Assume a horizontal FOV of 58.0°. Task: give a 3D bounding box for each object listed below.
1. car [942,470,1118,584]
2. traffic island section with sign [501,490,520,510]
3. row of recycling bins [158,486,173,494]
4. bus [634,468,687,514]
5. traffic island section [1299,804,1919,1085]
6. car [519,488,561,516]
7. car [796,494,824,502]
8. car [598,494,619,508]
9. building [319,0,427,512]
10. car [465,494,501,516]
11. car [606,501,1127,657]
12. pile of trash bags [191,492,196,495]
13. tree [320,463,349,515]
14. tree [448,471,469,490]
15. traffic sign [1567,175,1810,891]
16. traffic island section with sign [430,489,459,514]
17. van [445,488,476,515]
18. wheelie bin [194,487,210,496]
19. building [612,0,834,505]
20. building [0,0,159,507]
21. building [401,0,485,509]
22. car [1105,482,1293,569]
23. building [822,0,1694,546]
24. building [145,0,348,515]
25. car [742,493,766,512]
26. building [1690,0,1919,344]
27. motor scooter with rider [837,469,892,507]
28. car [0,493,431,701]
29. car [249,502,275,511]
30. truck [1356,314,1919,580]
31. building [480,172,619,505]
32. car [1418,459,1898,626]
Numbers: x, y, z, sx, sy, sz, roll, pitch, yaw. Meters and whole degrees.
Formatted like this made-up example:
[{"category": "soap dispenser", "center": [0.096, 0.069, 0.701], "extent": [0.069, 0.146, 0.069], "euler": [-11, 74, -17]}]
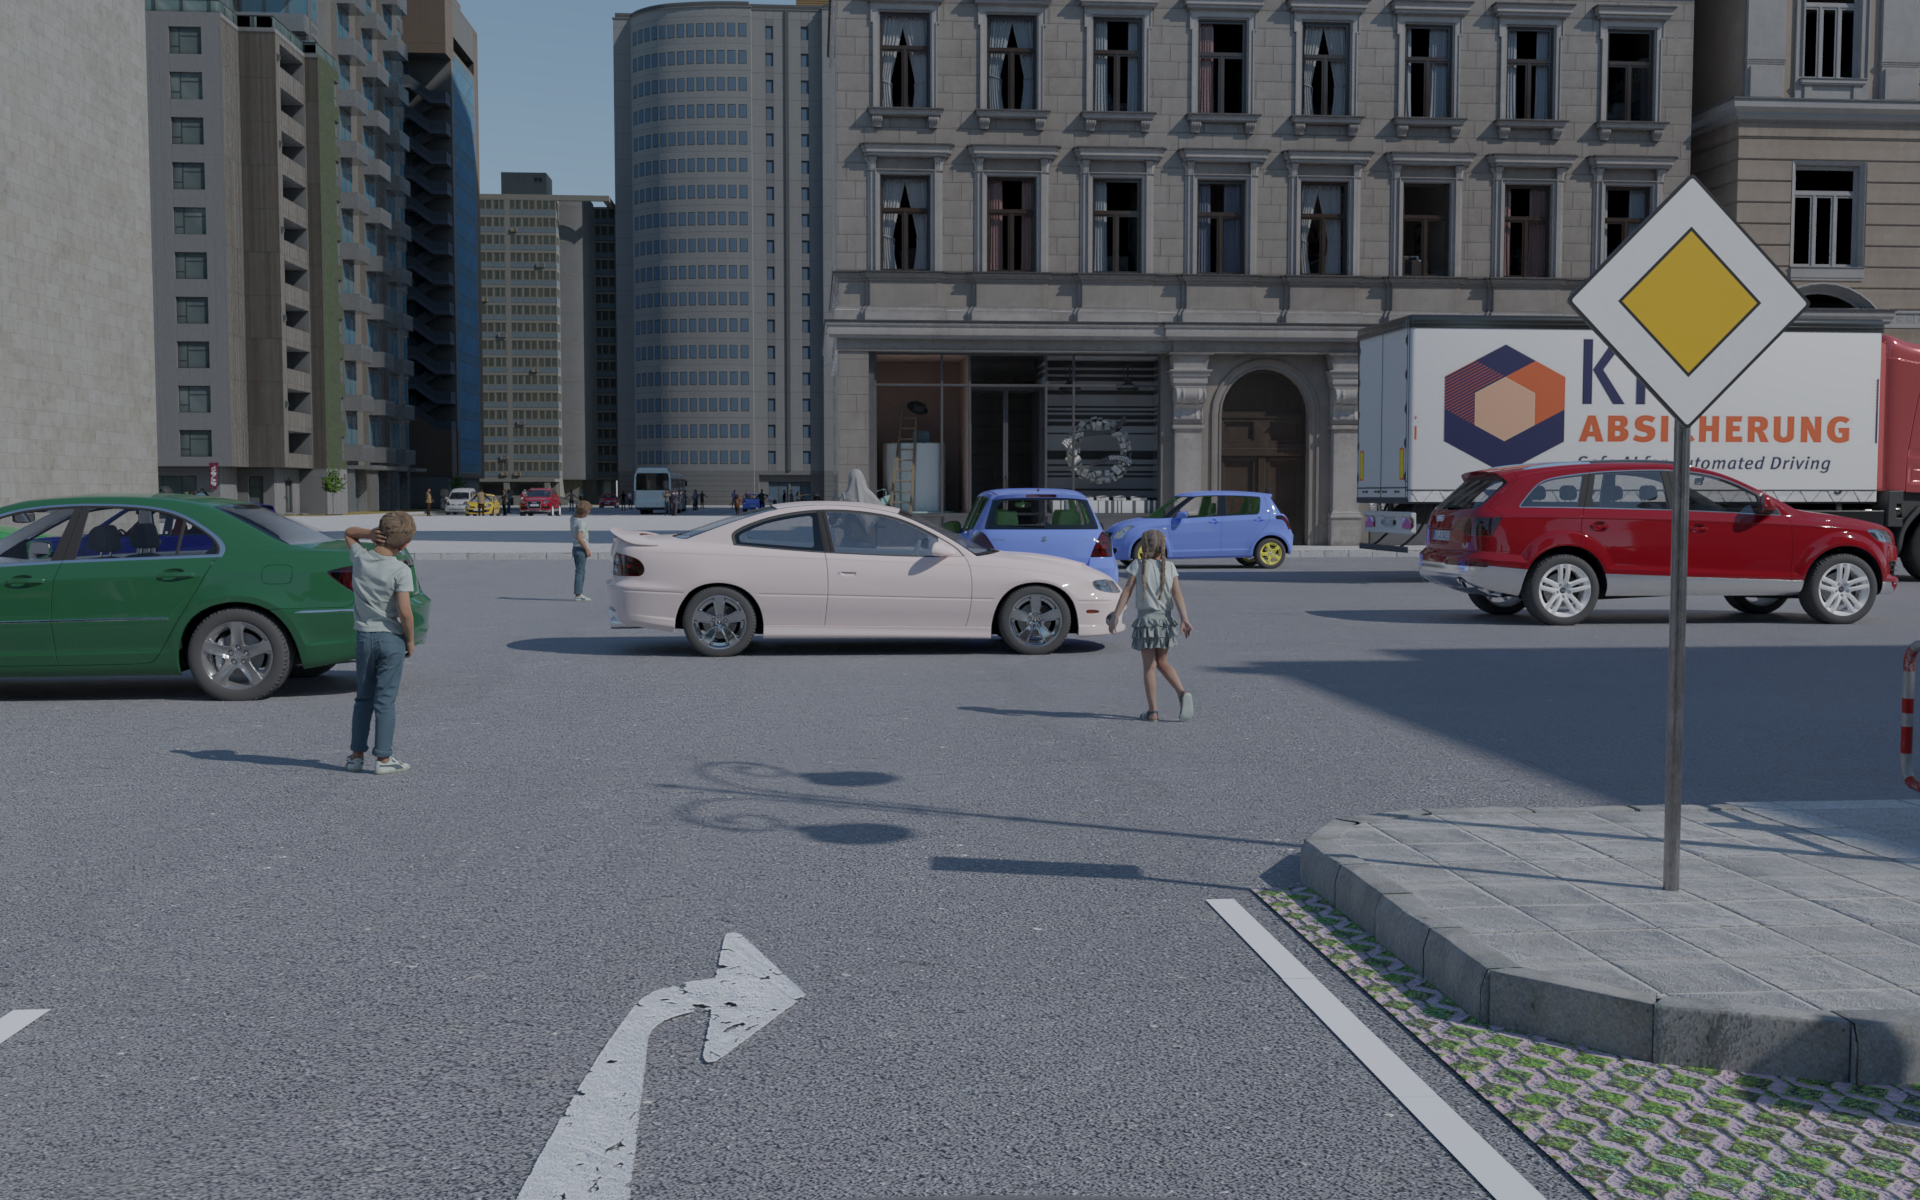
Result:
[{"category": "car", "center": [0.780, -0.656, 20.318], "extent": [1.945, 1.707, 3.694], "euler": [0, 4, -4]}, {"category": "traffic island section with sign", "center": [-40.024, -8.890, 153.972], "extent": [1.989, 1.847, 2.006], "euler": [0, 4, -5]}, {"category": "row of recycling bins", "center": [-42.473, -5.089, 90.324], "extent": [3.534, 1.692, 1.069], "euler": [1, 4, 22]}, {"category": "bus", "center": [-22.041, -8.126, 127.722], "extent": [2.948, 3.499, 13.247], "euler": [0, 4, -5]}, {"category": "traffic island section", "center": [2.325, 1.018, 5.631], "extent": [2.009, 0.180, 2.903], "euler": [0, 4, -5]}, {"category": "car", "center": [-26.549, -6.174, 109.622], "extent": [2.281, 1.827, 5.304], "euler": [0, 4, -5]}, {"category": "car", "center": [-10.815, -7.050, 125.049], "extent": [2.009, 1.686, 4.222], "euler": [0, 4, -6]}, {"category": "car", "center": [-36.174, -10.366, 178.518], "extent": [2.155, 1.783, 4.494], "euler": [0, 4, -6]}, {"category": "building", "center": [-53.300, -30.991, 126.305], "extent": [23.786, 49.044, 30.456], "euler": [0, 4, -5]}, {"category": "car", "center": [-30.064, -6.047, 109.095], "extent": [2.015, 1.641, 3.980], "euler": [0, 4, -6]}, {"category": "car", "center": [-0.851, -0.233, 16.167], "extent": [4.827, 1.381, 2.083], "euler": [0, 4, -4]}, {"category": "pile of trash bags", "center": [-39.732, -4.730, 87.089], "extent": [3.447, 1.369, 1.912], "euler": [0, 4, 4]}, {"category": "tree", "center": [-38.173, -6.799, 105.760], "extent": [1.663, 3.219, 1.824], "euler": [0, 3, 0]}, {"category": "tree", "center": [-41.697, -9.150, 144.209], "extent": [1.663, 3.219, 1.824], "euler": [0, 3, 0]}, {"category": "traffic sign", "center": [2.302, -0.117, 5.552], "extent": [0.795, 2.450, 0.064], "euler": [0, 4, -5]}, {"category": "traffic island section with sign", "center": [-37.640, -7.199, 126.332], "extent": [1.989, 1.847, 2.006], "euler": [0, 4, -5]}, {"category": "van", "center": [-34.552, -6.914, 120.049], "extent": [2.013, 2.044, 4.112], "euler": [0, 4, -6]}, {"category": "wheelie bin", "center": [-36.194, -4.577, 82.743], "extent": [0.693, 1.594, 0.980], "euler": [-3, 4, -36]}, {"category": "building", "center": [-26.446, -40.667, 206.901], "extent": [28.212, 58.520, 21.231], "euler": [0, 4, -5]}, {"category": "building", "center": [-30.987, -11.540, 43.424], "extent": [16.860, 20.320, 10.420], "euler": [0, 4, -5]}, {"category": "building", "center": [-50.609, -30.701, 152.074], "extent": [14.200, 45.320, 14.600], "euler": [0, 4, -5]}, {"category": "car", "center": [4.592, -1.480, 33.785], "extent": [3.694, 1.707, 1.945], "euler": [0, 4, -6]}, {"category": "building", "center": [-2.027, -11.896, 45.415], "extent": [40.483, 20.767, 10.553], "euler": [0, 4, -5]}, {"category": "building", "center": [-46.514, -20.393, 105.132], "extent": [14.160, 30.474, 14.107], "euler": [0, 4, -5]}, {"category": "car", "center": [-16.725, -8.014, 140.613], "extent": [1.945, 1.707, 3.694], "euler": [0, 4, -3]}, {"category": "building", "center": [28.240, -16.107, 49.259], "extent": [20.117, 28.700, 13.634], "euler": [0, 4, -5]}, {"category": "motor scooter with rider", "center": [-1.207, -0.748, 21.200], "extent": [0.876, 1.779, 1.986], "euler": [0, 4, -4]}, {"category": "car", "center": [-6.445, -0.053, 12.672], "extent": [4.920, 1.459, 2.131], "euler": [0, 4, -6]}, {"category": "car", "center": [-11.059, -0.698, 23.986], "extent": [3.894, 1.354, 1.945], "euler": [0, 4, -6]}, {"category": "truck", "center": [12.426, -2.440, 28.806], "extent": [11.283, 4.237, 2.839], "euler": [0, 4, -6]}, {"category": "building", "center": [-53.019, -31.800, 211.810], "extent": [23.993, 40.220, 32.217], "euler": [0, 4, -5]}, {"category": "car", "center": [7.999, -0.684, 19.857], "extent": [5.304, 1.827, 2.281], "euler": [0, 4, -4]}]
